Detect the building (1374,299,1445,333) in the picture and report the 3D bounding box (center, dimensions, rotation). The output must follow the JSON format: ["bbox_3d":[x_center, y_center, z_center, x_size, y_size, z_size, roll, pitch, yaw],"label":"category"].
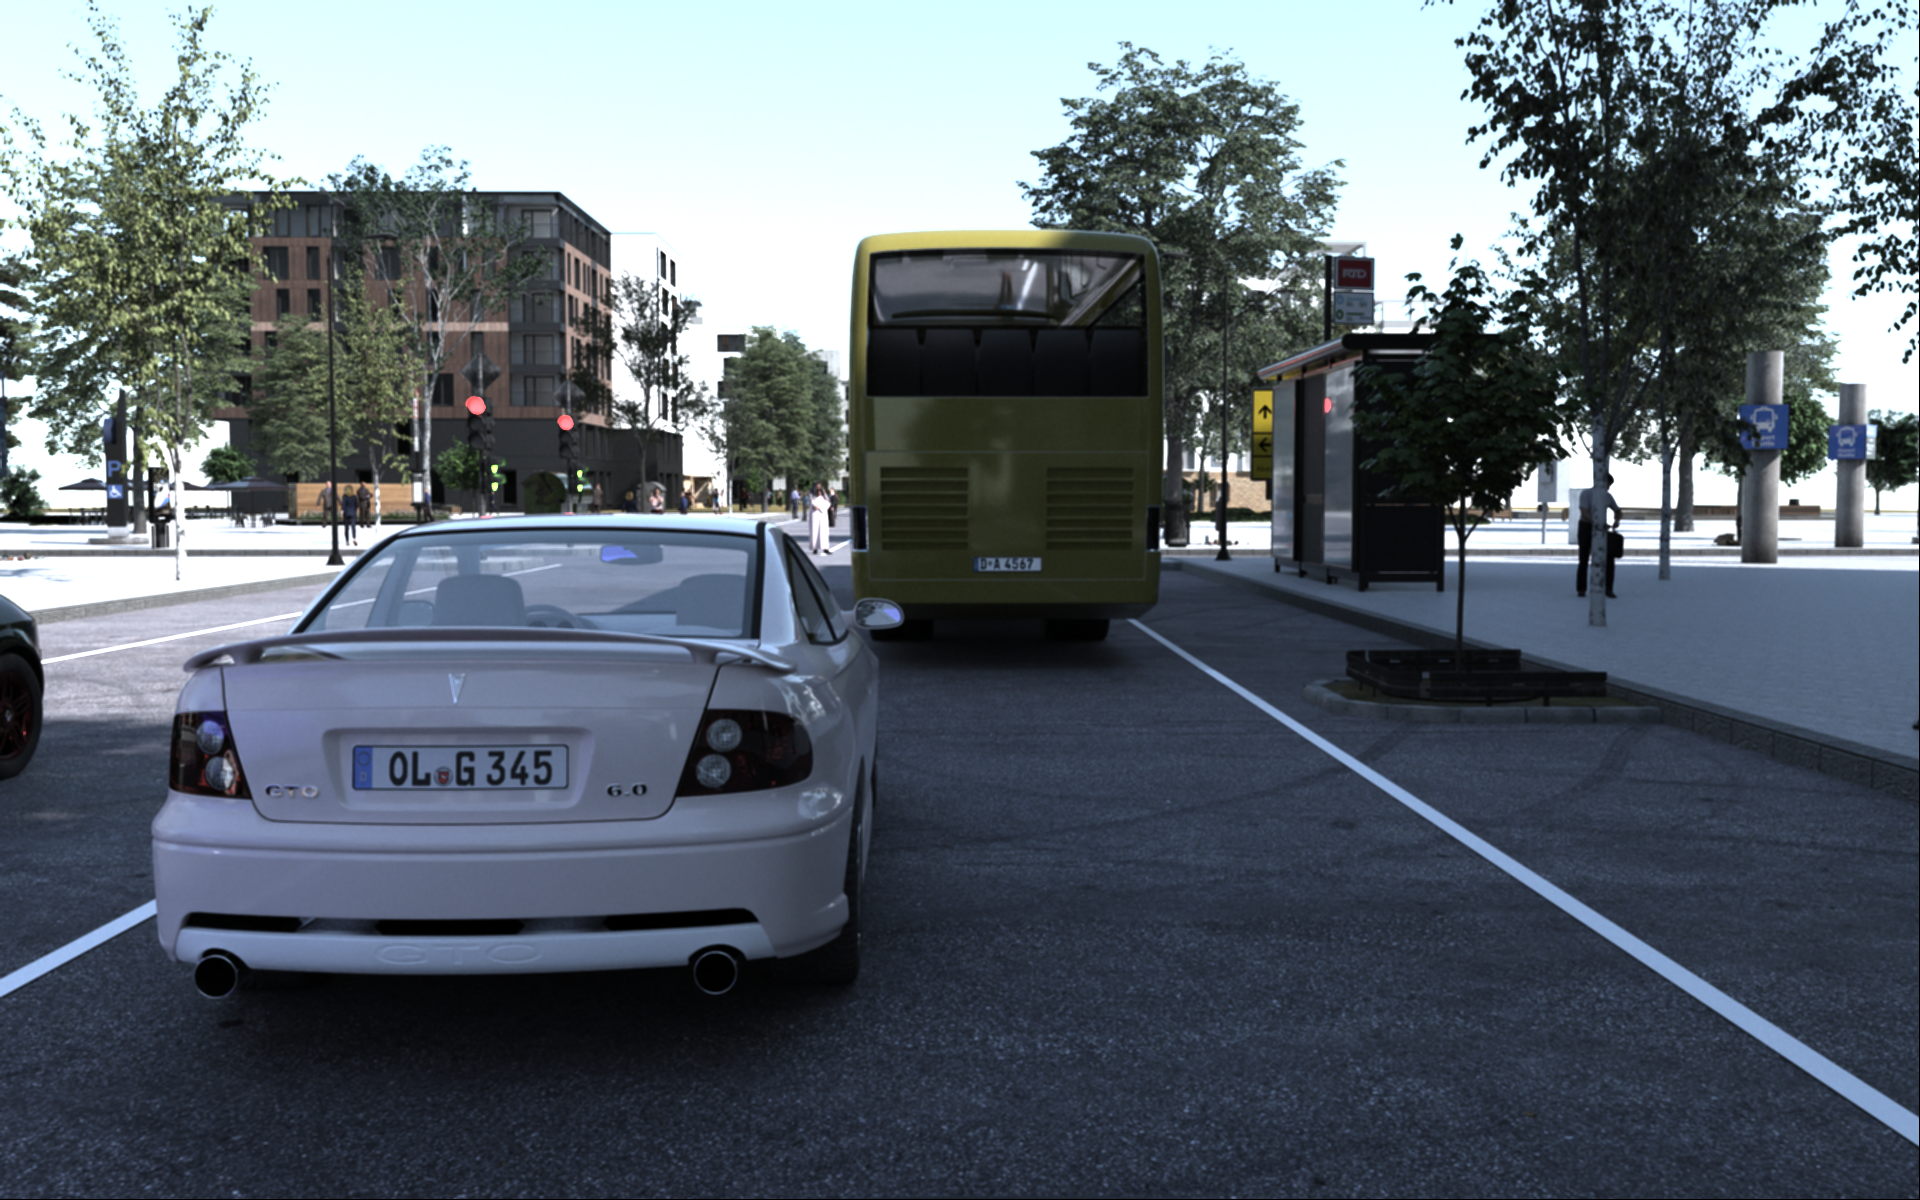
[{"bbox_3d":[41.357,-19.470,174.757,11.380,20.091,16.016,0,4,-1],"label":"building"}]

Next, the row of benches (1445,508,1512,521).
[{"bbox_3d":[24.133,-4.052,81.715,4.104,0.672,1.422,-1,4,-20],"label":"row of benches"}]

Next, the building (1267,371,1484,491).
[{"bbox_3d":[56.032,-21.682,220.957,31.486,18.905,16.747,0,4,-1],"label":"building"}]

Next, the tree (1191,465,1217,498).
[{"bbox_3d":[16.404,-7.414,115.812,1.663,3.219,1.824,0,3,0],"label":"tree"}]

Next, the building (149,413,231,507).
[{"bbox_3d":[-66.896,-14.371,177.108,28.070,9.664,9.099,0,4,-1],"label":"building"}]

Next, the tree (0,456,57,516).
[{"bbox_3d":[-62.091,-12.028,98.481,13.155,14.587,18.604,1,4,17],"label":"tree"}]

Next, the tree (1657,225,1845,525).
[{"bbox_3d":[32.628,-9.403,71.867,7.486,12.596,7.792,0,3,0],"label":"tree"}]

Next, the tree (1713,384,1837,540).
[{"bbox_3d":[22.962,-3.976,48.727,4.285,4.588,4.351,0,3,0],"label":"tree"}]

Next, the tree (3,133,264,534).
[{"bbox_3d":[-25.855,-8.381,55.162,7.486,12.596,7.792,0,3,0],"label":"tree"}]

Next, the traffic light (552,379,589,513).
[{"bbox_3d":[-9.360,-3.200,41.563,0.839,4.213,0.868,0,4,-1],"label":"traffic light"}]

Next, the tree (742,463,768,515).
[{"bbox_3d":[-12.792,-6.965,108.473,1.663,3.219,1.824,0,3,0],"label":"tree"}]

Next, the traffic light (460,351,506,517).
[{"bbox_3d":[-9.261,-2.712,33.579,0.839,4.213,0.868,0,4,-1],"label":"traffic light"}]

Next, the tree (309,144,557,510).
[{"bbox_3d":[-27.253,-14.445,92.063,12.611,20.169,13.585,0,3,0],"label":"tree"}]

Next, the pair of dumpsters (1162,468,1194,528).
[{"bbox_3d":[7.947,-3.920,66.589,1.574,2.255,4.436,0,4,-1],"label":"pair of dumpsters"}]

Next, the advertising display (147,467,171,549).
[{"bbox_3d":[-18.940,-2.188,40.990,0.123,1.923,0.974,0,4,-3],"label":"advertising display"}]

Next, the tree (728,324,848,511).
[{"bbox_3d":[-12.673,-13.598,128.989,9.857,13.997,8.962,0,3,0],"label":"tree"}]

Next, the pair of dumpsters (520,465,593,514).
[{"bbox_3d":[-13.124,-3.295,56.369,1.574,2.255,4.436,0,4,-1],"label":"pair of dumpsters"}]

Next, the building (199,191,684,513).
[{"bbox_3d":[-37.691,-17.697,133.327,27.936,21.610,32.646,0,4,-1],"label":"building"}]

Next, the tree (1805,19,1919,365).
[{"bbox_3d":[12.061,-4.250,19.855,4.737,8.622,4.395,0,3,0],"label":"tree"}]

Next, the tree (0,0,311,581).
[{"bbox_3d":[-11.768,-4.585,25.334,4.737,8.622,4.395,0,3,0],"label":"tree"}]

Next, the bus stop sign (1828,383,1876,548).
[{"bbox_3d":[21.299,-3.203,41.385,0.837,3.901,0.837,3,5,42],"label":"bus stop sign"}]

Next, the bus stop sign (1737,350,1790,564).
[{"bbox_3d":[14.862,-2.635,32.091,0.837,3.901,0.837,1,4,22],"label":"bus stop sign"}]

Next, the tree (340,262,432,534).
[{"bbox_3d":[-18.550,-6.380,54.671,4.737,8.622,4.395,0,3,0],"label":"tree"}]

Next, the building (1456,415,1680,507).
[{"bbox_3d":[61.040,-14.461,178.588,28.070,9.664,9.099,0,4,-1],"label":"building"}]

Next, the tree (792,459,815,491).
[{"bbox_3d":[-13.642,-11.950,145.750,4.737,8.622,4.395,0,3,0],"label":"tree"}]

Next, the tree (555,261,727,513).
[{"bbox_3d":[-13.185,-8.319,70.432,8.767,10.594,7.601,3,4,38],"label":"tree"}]

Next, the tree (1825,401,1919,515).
[{"bbox_3d":[59.190,-8.709,105.301,11.467,7.101,20.602,-1,4,-15],"label":"tree"}]

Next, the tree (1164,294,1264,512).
[{"bbox_3d":[12.451,-9.943,88.329,9.928,11.665,9.643,0,3,0],"label":"tree"}]

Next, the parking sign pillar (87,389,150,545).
[{"bbox_3d":[-21.462,-3.401,44.073,1.447,3.967,1.447,-1,4,-21],"label":"parking sign pillar"}]

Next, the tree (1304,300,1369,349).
[{"bbox_3d":[24.110,-12.494,111.706,7.806,13.903,7.818,0,3,0],"label":"tree"}]

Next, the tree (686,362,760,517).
[{"bbox_3d":[-12.943,-8.936,96.467,4.360,8.622,3.978,0,3,0],"label":"tree"}]

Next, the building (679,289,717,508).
[{"bbox_3d":[-31.940,-18.982,166.778,16.016,20.091,11.380,0,4,-1],"label":"building"}]

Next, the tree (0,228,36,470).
[{"bbox_3d":[-35.478,-8.412,59.587,6.751,12.117,7.091,0,3,0],"label":"tree"}]

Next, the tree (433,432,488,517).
[{"bbox_3d":[-13.386,-3.254,47.802,1.663,3.219,1.824,0,3,0],"label":"tree"}]

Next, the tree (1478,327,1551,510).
[{"bbox_3d":[35.159,-11.557,111.018,6.751,12.117,7.091,0,3,0],"label":"tree"}]

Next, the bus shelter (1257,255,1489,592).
[{"bbox_3d":[5.981,-3.011,26.862,2.179,5.291,8.768,0,4,-1],"label":"bus shelter"}]

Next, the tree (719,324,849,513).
[{"bbox_3d":[-12.814,-12.096,115.904,7.486,12.596,7.792,0,3,0],"label":"tree"}]

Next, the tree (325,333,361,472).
[{"bbox_3d":[-41.352,-11.669,108.918,7.486,12.596,7.792,0,3,0],"label":"tree"}]

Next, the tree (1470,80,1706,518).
[{"bbox_3d":[11.588,-4.952,31.330,4.737,8.622,4.395,0,3,0],"label":"tree"}]

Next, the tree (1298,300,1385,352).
[{"bbox_3d":[14.356,-6.994,64.708,4.737,8.622,4.395,0,3,0],"label":"tree"}]

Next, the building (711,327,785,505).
[{"bbox_3d":[-39.412,-23.337,225.537,32.646,21.610,27.936,0,4,-1],"label":"building"}]

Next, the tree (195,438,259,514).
[{"bbox_3d":[-42.913,-7.190,101.263,4.285,4.588,4.351,0,3,0],"label":"tree"}]

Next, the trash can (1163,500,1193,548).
[{"bbox_3d":[5.240,-1.840,41.741,0.748,1.137,0.748,0,3,0],"label":"trash can"}]

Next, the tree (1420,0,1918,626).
[{"bbox_3d":[6.316,-4.040,16.420,4.360,8.622,3.978,0,3,0],"label":"tree"}]

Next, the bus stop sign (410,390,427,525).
[{"bbox_3d":[-13.867,-3.396,44.225,0.416,3.939,0.855,-1,4,-11],"label":"bus stop sign"}]

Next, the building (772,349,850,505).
[{"bbox_3d":[-7.274,-21.627,220.050,31.486,18.905,16.747,0,4,-1],"label":"building"}]

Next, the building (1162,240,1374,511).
[{"bbox_3d":[22.299,-16.971,133.888,16.016,20.091,11.380,0,4,-1],"label":"building"}]

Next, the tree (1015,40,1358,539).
[{"bbox_3d":[6.286,-8.742,49.583,9.857,13.997,8.962,0,3,0],"label":"tree"}]

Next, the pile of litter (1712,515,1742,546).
[{"bbox_3d":[19.291,-1.784,43.135,1.719,0.858,1.176,-2,4,-30],"label":"pile of litter"}]

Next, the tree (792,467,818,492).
[{"bbox_3d":[-14.027,-10.480,155.055,4.285,4.588,4.351,0,3,0],"label":"tree"}]

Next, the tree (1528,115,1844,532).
[{"bbox_3d":[24.614,-9.302,58.739,9.857,13.997,8.962,0,3,0],"label":"tree"}]

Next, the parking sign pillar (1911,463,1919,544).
[{"bbox_3d":[25.254,-3.418,44.364,1.447,3.967,1.447,-1,4,-17],"label":"parking sign pillar"}]

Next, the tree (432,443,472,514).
[{"bbox_3d":[-31.600,-7.689,109.427,4.285,4.588,4.351,0,3,0],"label":"tree"}]
